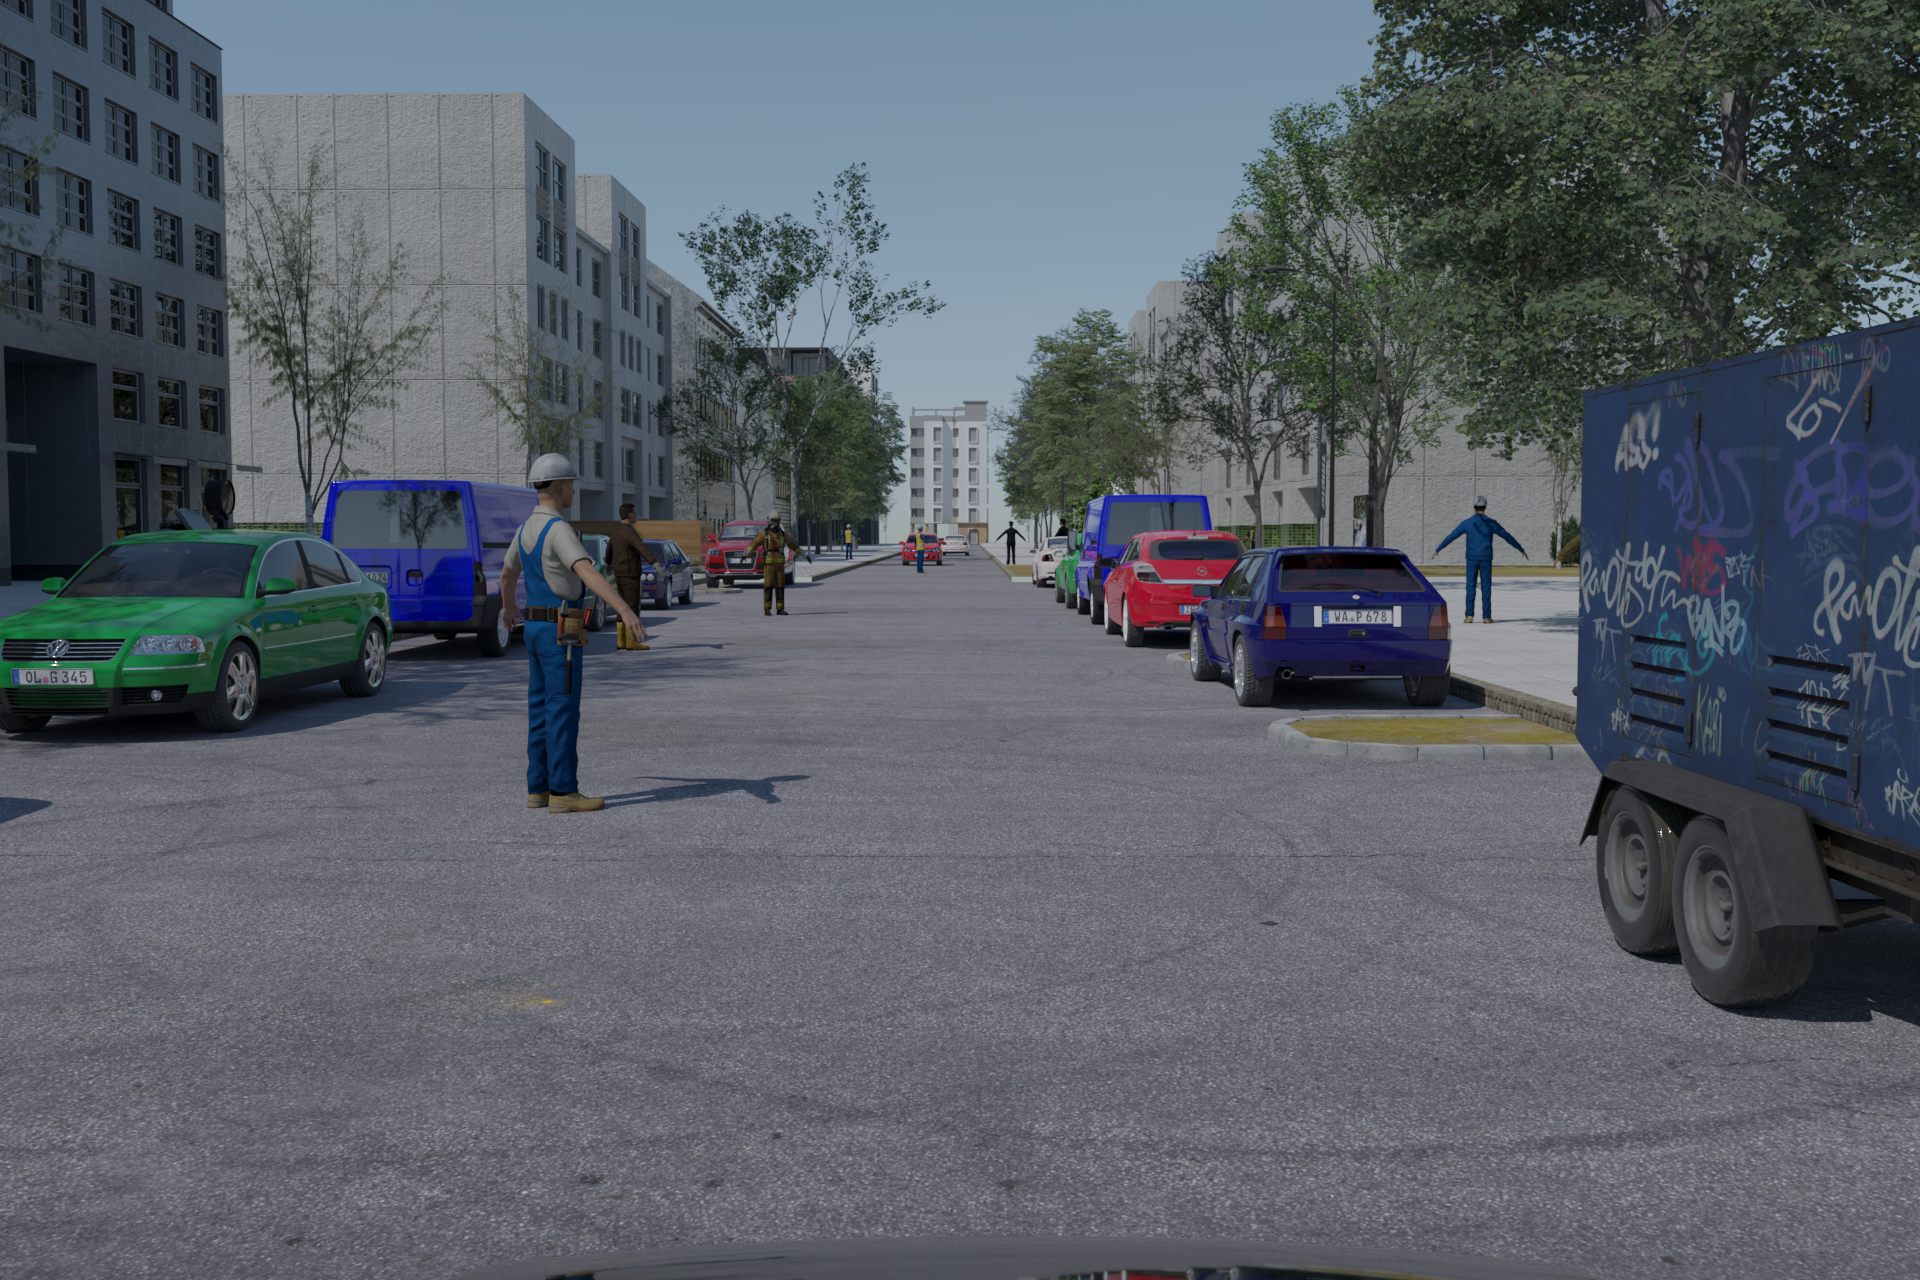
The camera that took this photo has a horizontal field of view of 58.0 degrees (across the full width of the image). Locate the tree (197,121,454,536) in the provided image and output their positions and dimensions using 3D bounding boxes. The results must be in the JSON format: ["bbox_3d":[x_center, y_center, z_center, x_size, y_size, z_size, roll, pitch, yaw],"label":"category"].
[{"bbox_3d":[-12.136,-4.979,31.771,4.360,8.622,3.978,0,3,0],"label":"tree"}]

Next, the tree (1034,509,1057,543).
[{"bbox_3d":[11.207,-19.362,242.317,9.928,11.665,9.643,0,3,0],"label":"tree"}]

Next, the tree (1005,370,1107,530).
[{"bbox_3d":[6.634,-11.931,113.198,7.486,12.596,7.792,0,3,0],"label":"tree"}]

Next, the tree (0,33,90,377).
[{"bbox_3d":[-12.717,-4.249,19.833,4.360,8.622,3.978,0,3,0],"label":"tree"}]

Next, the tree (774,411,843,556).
[{"bbox_3d":[-8.734,-9.157,100.084,4.360,8.622,3.978,0,3,0],"label":"tree"}]

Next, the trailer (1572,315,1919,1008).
[{"bbox_3d":[2.975,0.048,6.262,1.471,1.999,3.904,0,4,0],"label":"trailer"}]

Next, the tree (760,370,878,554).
[{"bbox_3d":[-9.065,-11.258,109.818,9.928,11.665,9.643,0,3,0],"label":"tree"}]

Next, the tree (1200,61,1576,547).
[{"bbox_3d":[9.311,-6.870,38.079,9.928,11.665,9.643,0,3,0],"label":"tree"}]

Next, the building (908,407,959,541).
[{"bbox_3d":[-7.100,-23.906,249.743,11.380,20.090,16.016,0,4,7],"label":"building"}]

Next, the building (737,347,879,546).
[{"bbox_3d":[-24.584,-22.136,205.893,27.936,21.610,32.646,0,4,1],"label":"building"}]

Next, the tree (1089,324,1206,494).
[{"bbox_3d":[7.219,-6.705,59.985,4.360,8.622,3.978,0,3,0],"label":"tree"}]

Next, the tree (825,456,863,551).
[{"bbox_3d":[-8.806,-10.935,129.155,4.737,8.622,4.395,0,3,0],"label":"tree"}]

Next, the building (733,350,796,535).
[{"bbox_3d":[-27.424,-21.336,179.765,19.493,23.208,18.063,0,4,1],"label":"building"}]

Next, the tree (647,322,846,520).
[{"bbox_3d":[-9.170,-8.664,76.074,8.767,10.594,7.601,-2,4,-24],"label":"tree"}]

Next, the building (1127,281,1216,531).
[{"bbox_3d":[22.258,-16.094,129.586,16.747,18.905,31.486,0,4,1],"label":"building"}]

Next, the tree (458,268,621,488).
[{"bbox_3d":[-12.334,-6.025,48.871,4.360,8.622,3.978,0,3,0],"label":"tree"}]

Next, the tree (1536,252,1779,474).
[{"bbox_3d":[22.317,-7.321,54.109,8.767,10.594,7.601,0,4,3],"label":"tree"}]

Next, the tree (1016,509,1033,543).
[{"bbox_3d":[10.158,-18.290,249.397,4.360,8.622,3.978,0,3,0],"label":"tree"}]

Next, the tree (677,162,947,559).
[{"bbox_3d":[-7.531,-14.213,88.267,12.611,20.169,13.585,0,3,0],"label":"tree"}]

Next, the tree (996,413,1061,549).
[{"bbox_3d":[6.702,-13.956,146.314,7.486,12.596,7.792,0,3,0],"label":"tree"}]

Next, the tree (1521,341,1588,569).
[{"bbox_3d":[21.635,-6.891,63.027,4.360,8.622,3.978,0,3,0],"label":"tree"}]

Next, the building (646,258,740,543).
[{"bbox_3d":[-26.184,-17.712,120.523,19.493,23.208,18.063,0,3,0],"label":"building"}]

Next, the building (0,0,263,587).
[{"bbox_3d":[-28.329,-13.822,44.406,11.959,24.771,22.079,0,4,0],"label":"building"}]

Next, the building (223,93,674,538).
[{"bbox_3d":[-25.482,-13.407,85.667,16.747,18.905,31.486,0,4,1],"label":"building"}]

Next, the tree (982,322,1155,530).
[{"bbox_3d":[6.462,-11.691,101.511,12.009,13.543,11.850,0,3,0],"label":"tree"}]

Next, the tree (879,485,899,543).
[{"bbox_3d":[-10.203,-17.921,243.367,4.360,8.622,3.978,0,3,0],"label":"tree"}]

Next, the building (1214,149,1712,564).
[{"bbox_3d":[23.643,-13.564,88.225,16.747,18.905,31.486,0,4,0],"label":"building"}]

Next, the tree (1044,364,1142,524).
[{"bbox_3d":[6.272,-7.608,74.751,4.360,8.622,3.978,0,3,0],"label":"tree"}]

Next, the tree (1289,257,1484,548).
[{"bbox_3d":[15.479,-8.384,62.840,9.928,11.665,9.643,0,3,0],"label":"tree"}]

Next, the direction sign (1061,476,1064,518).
[{"bbox_3d":[4.018,-4.642,67.897,0.379,3.537,0.876,0,4,-1],"label":"direction sign"}]

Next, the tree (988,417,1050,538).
[{"bbox_3d":[6.536,-12.156,133.156,7.601,10.594,8.767,3,4,37],"label":"tree"}]

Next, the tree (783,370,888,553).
[{"bbox_3d":[-8.710,-12.359,120.200,7.486,12.596,7.792,0,3,0],"label":"tree"}]

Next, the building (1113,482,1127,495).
[{"bbox_3d":[21.223,-17.169,222.856,9.099,9.664,28.070,0,4,0],"label":"building"}]

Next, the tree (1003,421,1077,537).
[{"bbox_3d":[6.687,-11.510,122.603,7.601,10.594,8.767,-1,4,-17],"label":"tree"}]

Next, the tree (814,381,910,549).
[{"bbox_3d":[-8.959,-14.579,145.023,9.857,13.997,8.962,0,3,0],"label":"tree"}]

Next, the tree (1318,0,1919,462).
[{"bbox_3d":[9.051,-6.982,20.812,9.857,13.997,8.962,0,3,0],"label":"tree"}]

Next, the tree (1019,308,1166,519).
[{"bbox_3d":[6.575,-10.326,86.962,7.486,12.596,7.792,0,3,0],"label":"tree"}]
